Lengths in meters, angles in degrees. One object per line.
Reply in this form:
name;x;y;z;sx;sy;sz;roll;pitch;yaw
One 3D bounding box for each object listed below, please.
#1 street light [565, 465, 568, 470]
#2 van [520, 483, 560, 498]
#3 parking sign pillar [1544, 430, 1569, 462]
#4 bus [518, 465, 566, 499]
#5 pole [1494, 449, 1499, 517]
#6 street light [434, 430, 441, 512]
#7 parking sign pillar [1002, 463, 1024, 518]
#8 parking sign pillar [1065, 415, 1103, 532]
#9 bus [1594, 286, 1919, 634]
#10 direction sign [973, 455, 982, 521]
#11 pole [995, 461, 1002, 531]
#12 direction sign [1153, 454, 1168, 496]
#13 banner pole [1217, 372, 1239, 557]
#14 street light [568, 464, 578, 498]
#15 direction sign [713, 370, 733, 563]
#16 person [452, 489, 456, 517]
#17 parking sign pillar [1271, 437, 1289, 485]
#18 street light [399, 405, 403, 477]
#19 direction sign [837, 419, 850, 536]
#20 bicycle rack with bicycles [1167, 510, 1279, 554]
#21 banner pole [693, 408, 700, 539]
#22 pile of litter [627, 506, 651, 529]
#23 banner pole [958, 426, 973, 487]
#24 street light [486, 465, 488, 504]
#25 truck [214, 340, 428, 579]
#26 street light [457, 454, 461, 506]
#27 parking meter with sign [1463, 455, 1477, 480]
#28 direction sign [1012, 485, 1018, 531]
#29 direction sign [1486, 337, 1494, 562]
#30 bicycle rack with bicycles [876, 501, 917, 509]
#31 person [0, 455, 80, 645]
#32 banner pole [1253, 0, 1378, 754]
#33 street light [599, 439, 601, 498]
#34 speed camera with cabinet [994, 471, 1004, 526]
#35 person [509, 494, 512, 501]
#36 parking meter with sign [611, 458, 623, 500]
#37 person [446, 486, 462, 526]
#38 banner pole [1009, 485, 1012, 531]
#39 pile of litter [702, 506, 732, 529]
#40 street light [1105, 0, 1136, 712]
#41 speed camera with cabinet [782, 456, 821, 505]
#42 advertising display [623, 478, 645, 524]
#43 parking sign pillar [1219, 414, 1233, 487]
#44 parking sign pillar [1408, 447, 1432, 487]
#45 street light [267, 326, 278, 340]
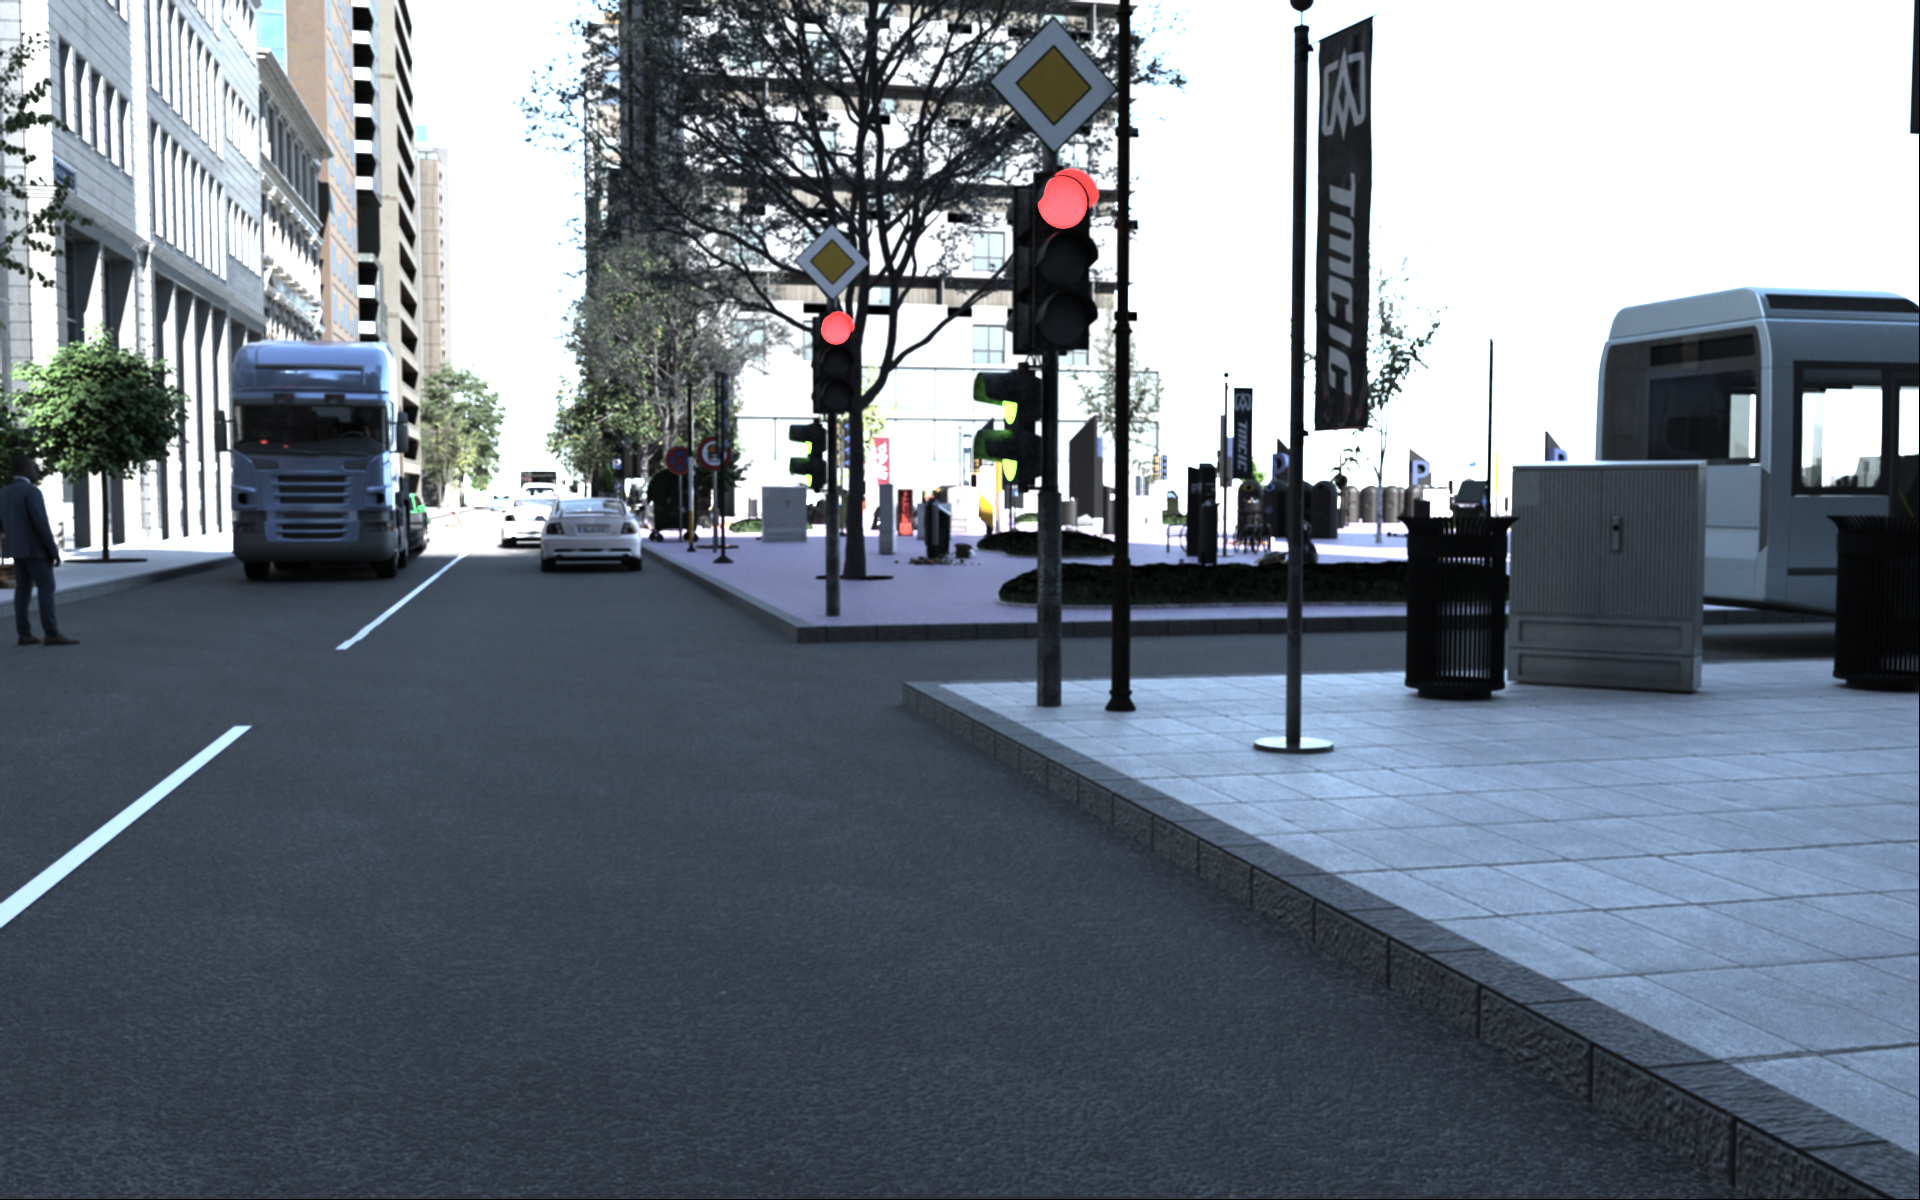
street light;-48.393;-14.782;214.475;0.468;5.910;1.993;-1;4;-14
van;-16.573;-3.754;68.388;2.013;2.044;4.112;-1;4;-13
parking sign pillar;25.322;-5.202;73.519;1.447;3.967;1.447;-3;4;-38
bus;-27.663;-7.319;114.527;2.948;3.499;13.247;-1;4;-12
pole;24.533;-5.218;79.161;0.158;3.312;0.155;0;3;0
street light;-37.012;-9.172;122.756;0.468;5.910;1.993;-1;4;-14
parking sign pillar;2.869;-6.464;94.161;1.447;3.967;1.447;-3;5;-42
parking sign pillar;4.319;-4.339;59.412;1.447;3.967;1.447;-3;4;-38
bus;13.103;-1.403;17.792;13.247;3.499;2.948;-1;4;-14
direction sign;1.030;-5.546;82.679;0.876;3.537;0.379;1;4;22
pole;1.276;-3.906;57.710;0.158;3.312;0.155;0;3;0
direction sign;11.412;-6.526;98.701;0.876;3.537;0.379;0;4;-6
banner pole;5.672;-2.791;35.644;0.863;3.779;0.401;-1;4;-19
street light;-40.751;-12.841;182.744;0.468;5.910;1.993;-1;4;-14
direction sign;-4.417;-2.459;32.200;0.379;3.537;0.876;0;4;6
person;-31.978;-6.185;109.256;0.705;1.869;1.348;-1;4;-23
parking sign pillar;15.267;-5.710;81.823;1.447;3.967;1.447;-2;4;-26
street light;-29.168;-7.196;90.436;0.468;5.910;1.993;-1;4;-14
direction sign;-3.595;-3.710;52.656;0.379;3.537;0.876;3;5;41
bicycle rack with bicycles;5.957;-1.538;38.534;2.852;0.926;2.925;2;4;29
banner pole;-7.722;-3.677;50.140;0.401;3.779;0.863;0;4;-5
pile of litter;-11.958;-3.060;64.000;1.176;0.858;1.719;-1;4;-18
banner pole;0.164;-4.496;63.518;0.401;3.779;0.863;3;5;44
street light;-64.333;-16.061;235.378;0.468;5.910;1.993;-1;4;-14
truck;-12.698;-2.836;36.132;2.967;4.110;18.799;-1;4;-15
street light;-44.711;-11.112;154.473;0.468;5.910;1.993;-1;4;-14
parking meter with sign;22.760;-4.955;77.268;0.543;3.016;1.738;1;4;18
direction sign;1.859;-4.082;58.734;0.379;3.537;0.876;-2;4;-24
direction sign;7.797;-2.049;25.506;0.379;3.537;0.876;1;4;19
bicycle rack with bicycles;-3.301;-4.765;91.290;2.925;0.926;2.852;-3;5;-43
person;-8.826;-0.475;16.453;0.721;1.800;0.419;1;4;16
banner pole;1.760;-1.125;8.408;0.401;3.779;0.863;-1;4;-20
street light;-21.168;-7.887;101.746;0.468;5.910;1.993;-1;4;-14
speed camera with cabinet;1.364;-4.587;69.330;0.660;3.252;2.038;0;4;7
person;-40.938;-8.915;157.492;0.421;1.427;0.697;-2;4;-34
parking meter with sign;-16.721;-5.437;85.148;0.543;3.016;1.738;0;4;-1
person;-22.542;-4.186;77.039;0.616;1.811;0.778;2;4;24
banner pole;1.515;-3.296;43.905;0.863;3.779;0.401;0;4;-5
pile of litter;-8.876;-3.070;64.161;1.176;0.858;1.719;3;5;41
street light;0.954;-2.283;10.115;0.468;5.910;1.993;-1;4;-14
speed camera with cabinet;-8.294;-5.905;90.887;2.038;3.252;0.660;0;4;-4
advertising display;-12.752;-3.827;67.788;0.123;1.923;0.974;3;5;42
parking sign pillar;9.099;-4.324;59.163;1.447;3.967;1.447;1;4;12
parking sign pillar;26.564;-6.820;99.973;1.447;3.967;1.447;0;4;-8
street light;-18.892;-4.586;47.774;0.468;5.910;1.993;-1;4;-14
